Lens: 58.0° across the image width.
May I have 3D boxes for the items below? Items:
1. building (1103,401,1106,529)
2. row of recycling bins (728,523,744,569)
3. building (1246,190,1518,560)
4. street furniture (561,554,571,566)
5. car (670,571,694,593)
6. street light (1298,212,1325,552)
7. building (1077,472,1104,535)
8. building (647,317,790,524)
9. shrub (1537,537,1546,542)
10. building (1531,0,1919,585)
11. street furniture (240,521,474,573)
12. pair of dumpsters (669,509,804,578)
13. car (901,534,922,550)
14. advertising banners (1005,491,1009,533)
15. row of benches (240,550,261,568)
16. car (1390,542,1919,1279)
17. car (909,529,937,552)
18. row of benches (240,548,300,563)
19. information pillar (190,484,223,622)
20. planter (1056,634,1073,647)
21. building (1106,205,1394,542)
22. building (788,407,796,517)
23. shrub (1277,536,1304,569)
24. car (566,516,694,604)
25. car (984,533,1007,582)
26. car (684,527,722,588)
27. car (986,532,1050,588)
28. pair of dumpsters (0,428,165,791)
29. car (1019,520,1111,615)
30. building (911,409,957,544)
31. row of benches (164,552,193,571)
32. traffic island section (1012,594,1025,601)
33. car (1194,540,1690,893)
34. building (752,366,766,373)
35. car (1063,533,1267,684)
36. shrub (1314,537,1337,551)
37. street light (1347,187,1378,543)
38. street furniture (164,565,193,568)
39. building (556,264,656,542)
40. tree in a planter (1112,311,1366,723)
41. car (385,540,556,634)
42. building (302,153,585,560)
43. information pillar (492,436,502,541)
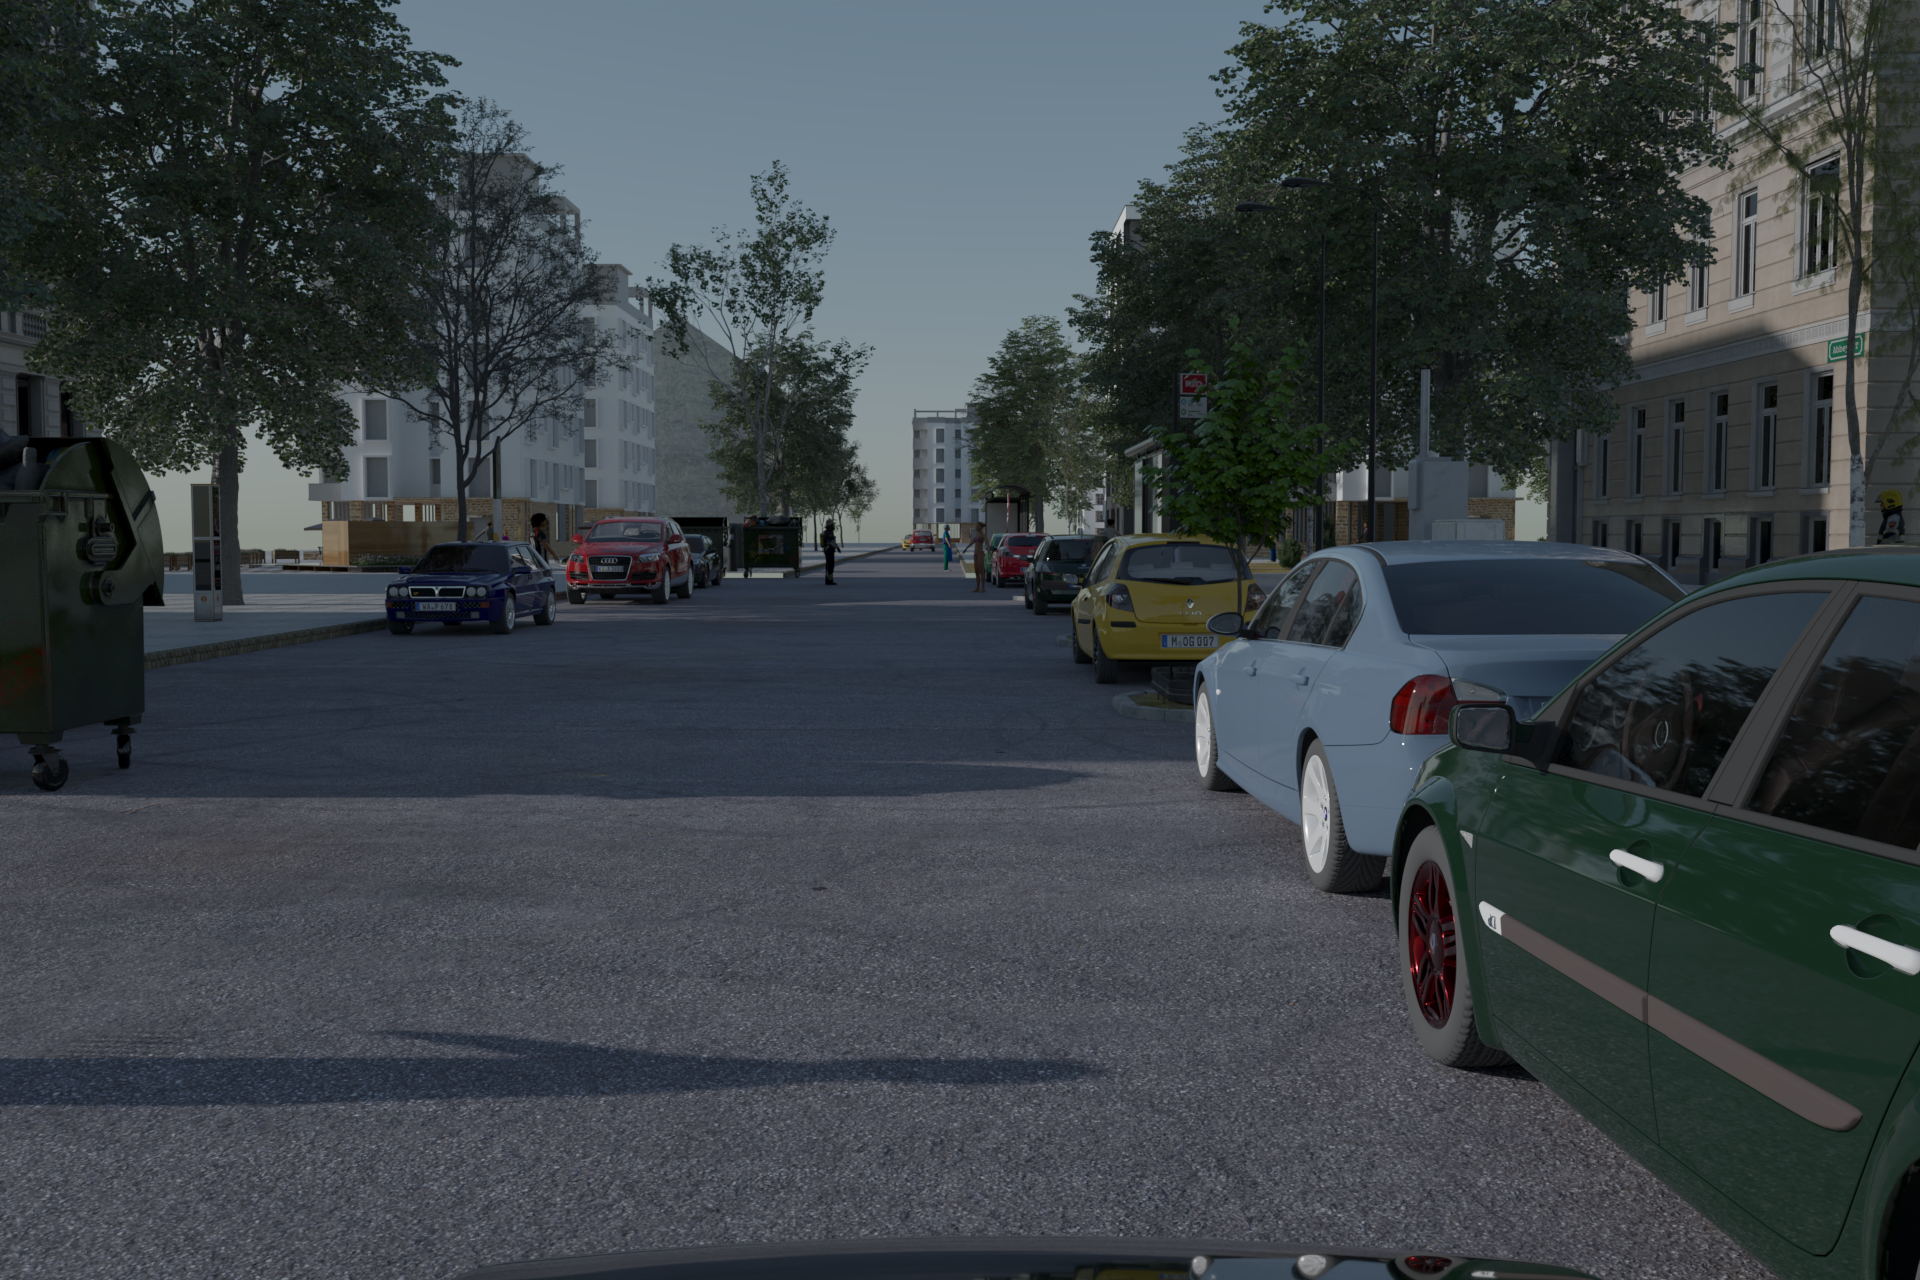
[{"bbox_3d":[21.492,-20.853,197.360,16.016,20.090,11.380,0,4,0],"label":"building"},{"bbox_3d":[-8.454,-3.588,65.770,1.069,1.692,3.534,0,4,0],"label":"row of recycling bins"},{"bbox_3d":[21.483,-14.792,98.268,16.016,20.090,11.380,0,4,-1],"label":"building"},{"bbox_3d":[-12.843,-3.530,73.340,10.072,0.657,5.734,-3,5,-43],"label":"street furniture"},{"bbox_3d":[-7.634,-2.035,42.867,1.945,1.707,3.694,0,4,-1],"label":"car"},{"bbox_3d":[5.631,-3.173,24.422,1.470,5.913,1.316,0,3,0],"label":"street light"},{"bbox_3d":[20.494,-17.256,224.280,9.099,9.664,28.070,0,3,0],"label":"building"},{"bbox_3d":[-28.313,-21.521,182.792,19.493,23.208,18.063,0,4,0],"label":"building"},{"bbox_3d":[25.309,-3.923,75.259,1.383,1.207,1.383,0,3,0],"label":"shrub"},{"bbox_3d":[24.706,-15.812,44.431,13.634,28.700,20.117,0,3,0],"label":"building"},{"bbox_3d":[-18.915,-3.331,61.314,9.812,1.723,11.010,3,5,44],"label":"street furniture"},{"bbox_3d":[-7.357,-3.167,56.736,4.436,2.255,1.574,0,4,0],"label":"pair of dumpsters"},{"bbox_3d":[-4.195,-8.732,152.987,2.015,1.641,3.980,0,4,0],"label":"car"},{"bbox_3d":[1.833,-4.376,67.728,0.090,3.025,2.074,0,4,-1],"label":"advertising banners"},{"bbox_3d":[-27.343,-3.116,66.412,1.422,0.672,4.104,-1,4,-17],"label":"row of benches"},{"bbox_3d":[2.141,0.386,3.481,2.009,1.686,4.222,0,4,-1],"label":"car"},{"bbox_3d":[-3.042,-8.093,140.996,2.281,1.827,5.304,0,4,-1],"label":"car"},{"bbox_3d":[-30.987,-3.671,75.483,4.104,0.672,1.422,-2,4,-34],"label":"row of benches"},{"bbox_3d":[-11.031,-1.277,25.368,0.304,2.012,0.304,0,3,0],"label":"information pillar"},{"bbox_3d":[2.265,-0.088,22.584,1.991,0.319,1.994,0,4,1],"label":"planter"},{"bbox_3d":[24.203,-17.129,124.041,27.936,21.610,32.646,0,4,0],"label":"building"},{"bbox_3d":[-31.262,-22.058,227.103,16.747,18.905,31.486,0,4,-1],"label":"building"},{"bbox_3d":[12.013,-3.173,62.993,1.383,1.207,1.383,0,3,0],"label":"shrub"},{"bbox_3d":[-6.986,-1.735,37.038,2.281,1.827,5.304,0,4,0],"label":"car"},{"bbox_3d":[1.621,-2.694,52.836,1.959,1.807,4.718,0,4,-1],"label":"car"},{"bbox_3d":[-7.520,-2.267,46.848,2.009,1.686,4.222,0,3,0],"label":"car"},{"bbox_3d":[1.819,-2.361,47.649,2.155,1.783,4.494,0,4,-2],"label":"car"},{"bbox_3d":[-7.102,-0.307,9.967,4.436,2.255,1.574,0,4,0],"label":"pair of dumpsters"},{"bbox_3d":[2.122,-1.360,32.028,2.009,1.686,4.222,0,4,-1],"label":"car"},{"bbox_3d":[-6.831,-24.098,252.886,11.380,20.090,16.016,0,4,2],"label":"building"},{"bbox_3d":[-27.609,-2.783,60.967,1.422,0.672,4.104,0,3,0],"label":"row of benches"},{"bbox_3d":[2.139,-0.927,38.021,1.991,0.108,1.994,0,4,0],"label":"traffic island section"},{"bbox_3d":[2.255,0.231,8.225,2.014,1.417,4.499,0,4,-1],"label":"car"},{"bbox_3d":[-27.355,-20.757,195.793,16.016,20.090,11.380,0,3,0],"label":"building"},{"bbox_3d":[2.113,-0.477,18.016,2.015,1.641,3.980,0,4,-1],"label":"car"},{"bbox_3d":[14.790,-3.605,70.064,1.383,1.207,1.383,0,3,0],"label":"shrub"},{"bbox_3d":[5.957,-3.069,22.712,1.470,5.913,1.316,0,4,0],"label":"street light"},{"bbox_3d":[-34.326,-3.057,65.612,5.734,0.657,10.072,3,5,44],"label":"street furniture"},{"bbox_3d":[-28.787,-16.273,122.488,16.016,20.090,11.380,0,4,0],"label":"building"},{"bbox_3d":[2.264,-1.025,13.979,1.991,3.239,1.994,0,4,-1],"label":"tree in a planter"},{"bbox_3d":[-7.277,-0.818,25.957,1.945,1.354,3.894,0,3,0],"label":"car"},{"bbox_3d":[-26.679,-14.125,87.367,16.016,20.090,11.380,0,4,0],"label":"building"},{"bbox_3d":[-10.993,-3.048,41.184,0.183,3.616,0.504,0,4,-1],"label":"information pillar"}]
